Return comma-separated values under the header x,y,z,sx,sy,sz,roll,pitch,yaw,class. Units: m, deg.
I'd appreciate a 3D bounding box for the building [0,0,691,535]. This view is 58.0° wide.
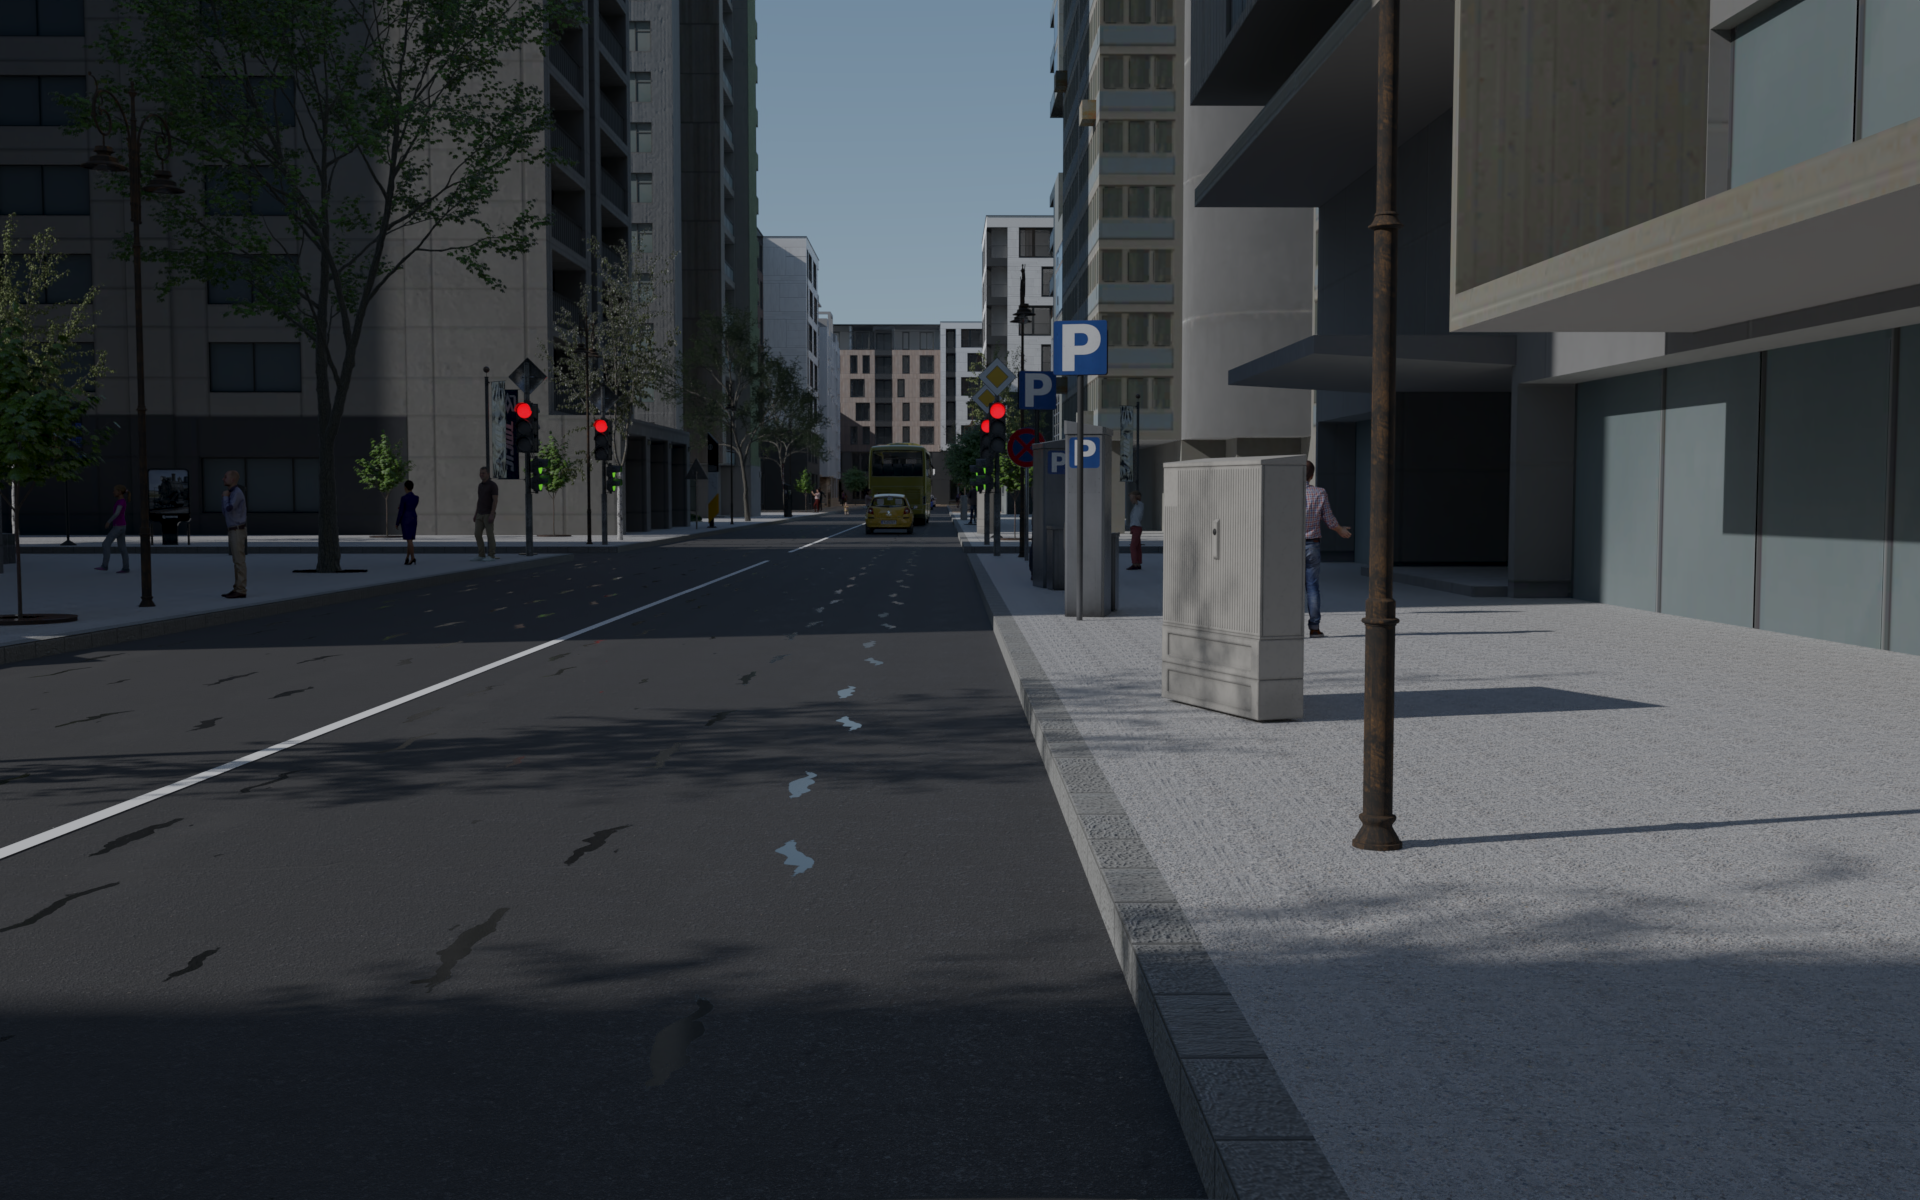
x,y,z,sx,sy,sz,roll,pitch,yaw,class
-20.850,-38.145,61.931,20.563,71.187,20.611,0,4,-1,building

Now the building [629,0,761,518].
x,y,z,sx,sy,sz,roll,pitch,yaw,class
-18.740,-25.127,94.415,14.154,41.232,14.086,0,4,-1,building

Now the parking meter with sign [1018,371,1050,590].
x,y,z,sx,sy,sz,roll,pitch,yaw,class
1.255,-1.684,23.790,0.543,3.016,1.738,-1,4,-11,parking meter with sign

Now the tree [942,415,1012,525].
x,y,z,sx,sy,sz,roll,pitch,yaw,class
0.965,-5.398,71.965,4.285,4.588,4.351,0,3,0,tree

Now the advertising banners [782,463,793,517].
x,y,z,sx,sy,sz,roll,pitch,yaw,class
-9.719,-6.185,97.314,0.090,3.025,2.074,-1,4,-21,advertising banners

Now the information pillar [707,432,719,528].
x,y,z,sx,sy,sz,roll,pitch,yaw,class
-9.346,-4.538,65.550,0.504,3.616,0.183,2,4,32,information pillar

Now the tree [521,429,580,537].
x,y,z,sx,sy,sz,roll,pitch,yaw,class
-12.379,-3.518,52.121,1.663,3.219,1.824,0,3,0,tree

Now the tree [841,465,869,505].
x,y,z,sx,sy,sz,roll,pitch,yaw,class
-11.954,-12.999,196.239,4.285,4.588,4.351,0,3,0,tree

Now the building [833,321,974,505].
x,y,z,sx,sy,sz,roll,pitch,yaw,class
-4.655,-22.921,218.737,32.646,21.610,27.936,0,4,-1,building

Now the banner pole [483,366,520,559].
x,y,z,sx,sy,sz,roll,pitch,yaw,class
-9.104,-2.683,33.879,0.863,3.779,0.401,3,5,42,banner pole

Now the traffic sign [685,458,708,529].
x,y,z,sx,sy,sz,roll,pitch,yaw,class
-9.580,-3.850,62.957,0.884,2.594,0.081,0,4,7,traffic sign

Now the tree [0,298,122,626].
x,y,z,sx,sy,sz,roll,pitch,yaw,class
-9.351,-1.379,17.147,1.663,3.219,1.824,0,3,0,tree

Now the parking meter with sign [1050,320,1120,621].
x,y,z,sx,sy,sz,roll,pitch,yaw,class
1.385,-1.347,18.283,0.543,3.016,1.738,1,4,12,parking meter with sign

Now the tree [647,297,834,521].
x,y,z,sx,sy,sz,roll,pitch,yaw,class
-10.202,-9.015,81.809,8.767,10.594,7.601,-2,4,-35,tree

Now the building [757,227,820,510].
x,y,z,sx,sy,sz,roll,pitch,yaw,class
-26.041,-17.805,135.089,27.936,21.610,32.646,0,4,-1,building

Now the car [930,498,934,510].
x,y,z,sx,sy,sz,roll,pitch,yaw,class
-3.279,-8.909,155.251,1.945,1.707,3.694,0,4,-2,car

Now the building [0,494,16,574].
x,y,z,sx,sy,sz,roll,pitch,yaw,class
-29.385,-29.329,21.533,28.212,58.520,21.231,0,4,-1,building

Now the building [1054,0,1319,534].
x,y,z,sx,sy,sz,roll,pitch,yaw,class
15.842,-22.539,60.401,23.993,40.220,32.217,0,4,-1,building

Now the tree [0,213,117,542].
x,y,z,sx,sy,sz,roll,pitch,yaw,class
-25.198,-5.872,46.362,4.737,8.622,4.395,0,3,0,tree

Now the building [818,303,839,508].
x,y,z,sx,sy,sz,roll,pitch,yaw,class
-20.417,-19.089,168.526,16.016,20.091,11.380,0,4,-1,building

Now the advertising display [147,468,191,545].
x,y,z,sx,sy,sz,roll,pitch,yaw,class
-19.795,-2.333,43.365,0.974,1.923,0.123,-1,4,-15,advertising display

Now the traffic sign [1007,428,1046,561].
x,y,z,sx,sy,sz,roll,pitch,yaw,class
1.283,-2.028,33.269,0.768,2.556,0.104,0,4,6,traffic sign

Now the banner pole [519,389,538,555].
x,y,z,sx,sy,sz,roll,pitch,yaw,class
-9.336,-2.838,36.426,0.863,3.779,0.401,0,4,6,banner pole

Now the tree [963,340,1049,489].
x,y,z,sx,sy,sz,roll,pitch,yaw,class
2.021,-8.173,83.986,4.737,8.622,4.395,0,3,0,tree

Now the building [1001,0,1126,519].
x,y,z,sx,sy,sz,roll,pitch,yaw,class
14.187,-48.262,101.763,22.319,86.520,31.000,0,4,-1,building

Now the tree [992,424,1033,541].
x,y,z,sx,sy,sz,roll,pitch,yaw,class
1.399,-3.274,48.131,1.663,3.219,1.824,0,3,0,tree

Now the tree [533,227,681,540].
x,y,z,sx,sy,sz,roll,pitch,yaw,class
-9.570,-5.981,48.145,4.360,8.622,3.978,0,3,0,tree

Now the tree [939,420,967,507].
x,y,z,sx,sy,sz,roll,pitch,yaw,class
-0.099,-13.500,171.079,4.360,8.622,3.978,0,3,0,tree

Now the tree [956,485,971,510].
x,y,z,sx,sy,sz,roll,pitch,yaw,class
0.673,-8.904,140.174,1.663,3.219,1.824,0,3,0,tree

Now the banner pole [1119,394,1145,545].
x,y,z,sx,sy,sz,roll,pitch,yaw,class
4.267,-3.252,43.183,0.863,3.779,0.401,-3,5,-40,banner pole

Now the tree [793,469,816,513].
x,y,z,sx,sy,sz,roll,pitch,yaw,class
-10.666,-7.726,120.923,1.663,3.219,1.824,0,3,0,tree

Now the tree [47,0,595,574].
x,y,z,sx,sy,sz,roll,pitch,yaw,class
-10.174,-6.257,28.065,9.928,11.665,9.643,0,3,0,tree

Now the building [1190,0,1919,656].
x,y,z,sx,sy,sz,roll,pitch,yaw,class
17.898,-26.287,19.037,28.713,52.752,27.495,0,4,-1,building

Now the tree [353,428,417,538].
x,y,z,sx,sy,sz,roll,pitch,yaw,class
-17.047,-3.452,51.043,1.663,3.219,1.824,0,3,0,tree

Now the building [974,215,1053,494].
x,y,z,sx,sy,sz,roll,pitch,yaw,class
15.685,-18.322,143.534,27.936,21.610,32.646,0,4,-1,building

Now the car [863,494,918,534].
x,y,z,sx,sy,sz,roll,pitch,yaw,class
-2.555,-3.238,63.159,2.015,1.641,3.980,0,4,-1,car

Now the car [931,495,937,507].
x,y,z,sx,sy,sz,roll,pitch,yaw,class
-3.624,-10.953,191.435,2.083,1.381,4.827,0,4,-2,car
